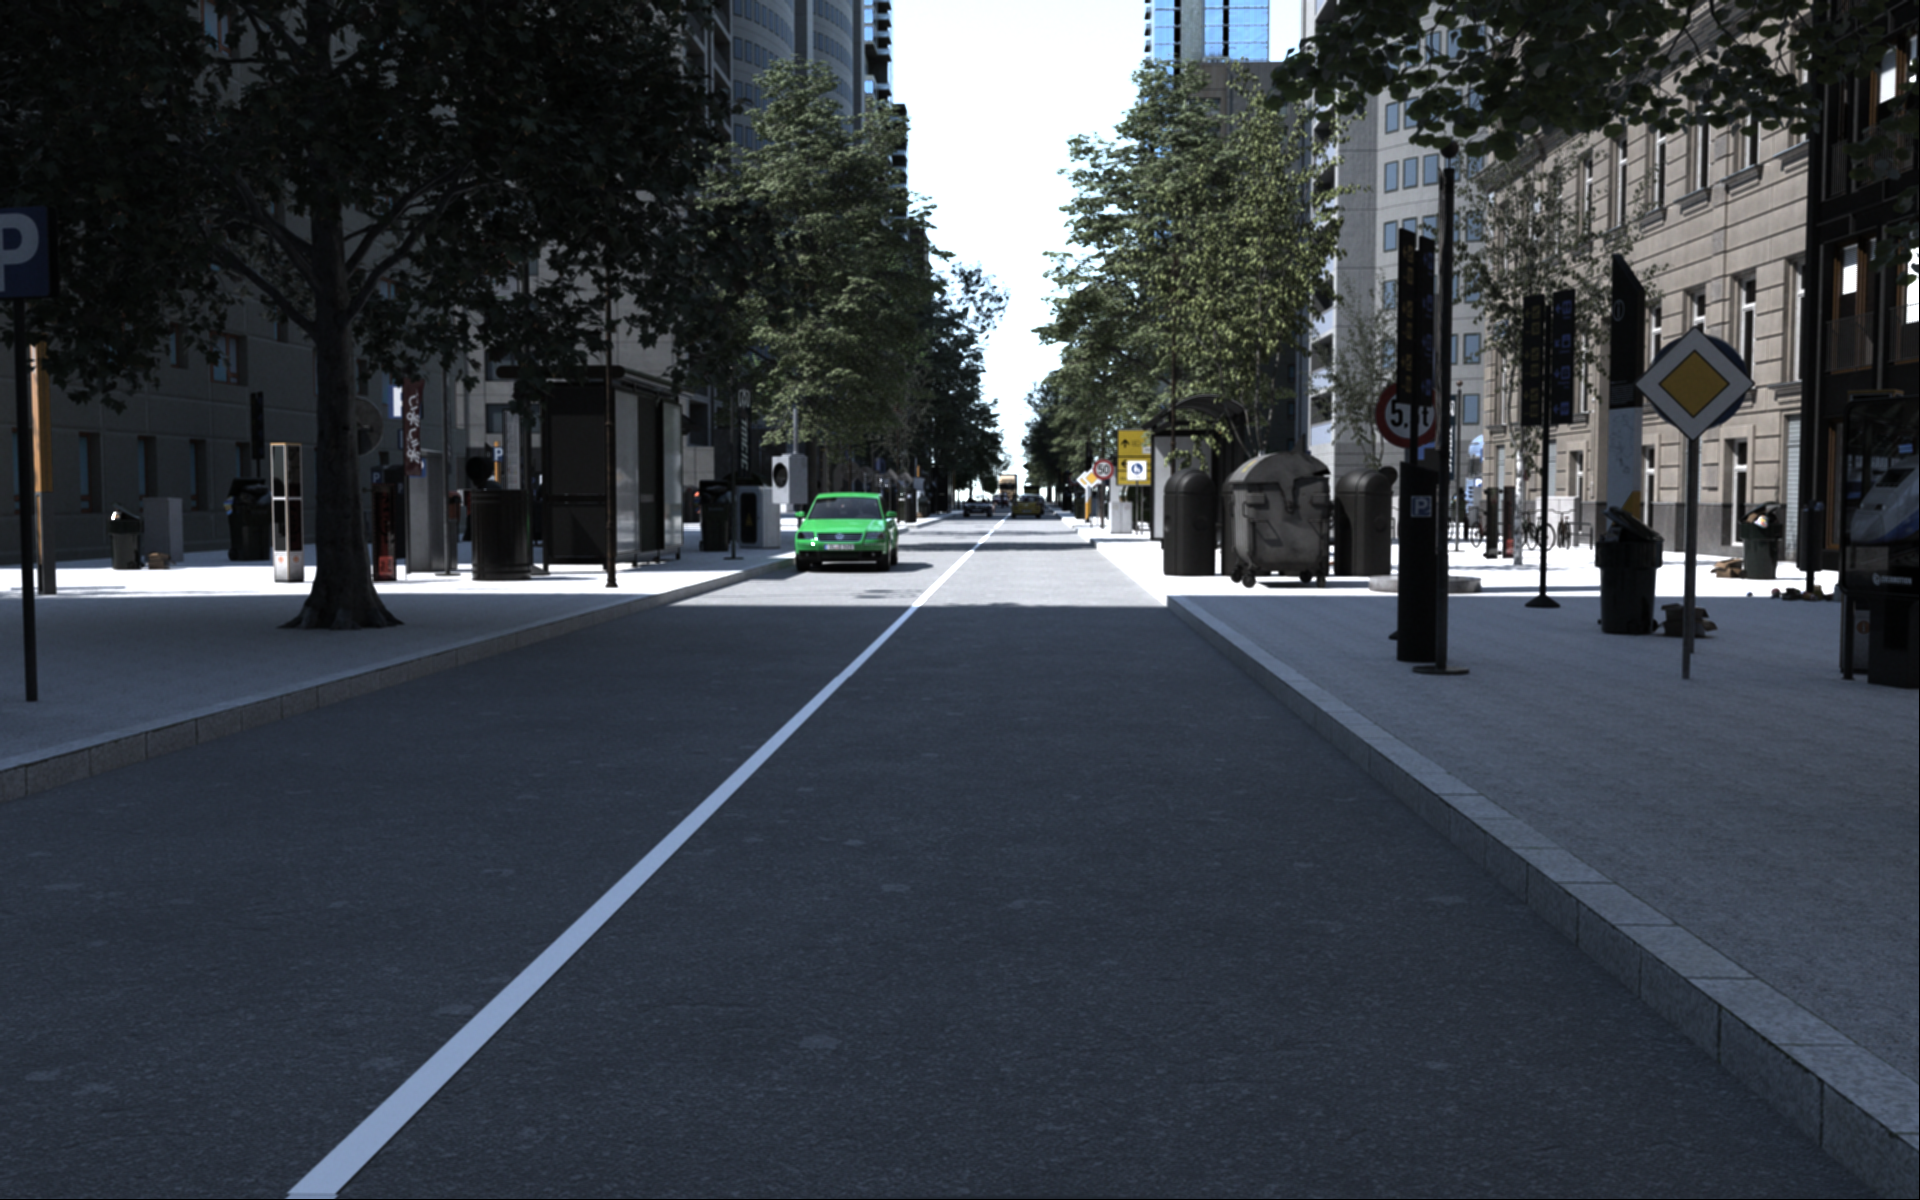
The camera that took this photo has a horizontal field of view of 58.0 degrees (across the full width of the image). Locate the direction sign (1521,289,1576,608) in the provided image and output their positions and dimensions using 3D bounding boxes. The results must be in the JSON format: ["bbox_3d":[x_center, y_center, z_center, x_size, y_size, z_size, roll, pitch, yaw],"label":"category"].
[{"bbox_3d":[6.627,-1.688,19.597,0.379,3.537,0.876,-1,4,-19],"label":"direction sign"}]

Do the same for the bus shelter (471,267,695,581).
[{"bbox_3d":[-6.455,-3.183,29.673,2.179,5.291,8.768,0,4,2],"label":"bus shelter"}]

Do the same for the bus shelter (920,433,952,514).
[{"bbox_3d":[-1.583,-8.501,116.617,2.179,5.291,8.768,0,4,2],"label":"bus shelter"}]

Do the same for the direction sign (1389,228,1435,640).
[{"bbox_3d":[3.987,-1.419,15.205,0.379,3.537,0.876,2,4,33],"label":"direction sign"}]

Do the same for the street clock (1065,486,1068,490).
[{"bbox_3d":[9.170,-8.727,147.254,0.471,2.002,0.358,-1,4,-12],"label":"street clock"}]

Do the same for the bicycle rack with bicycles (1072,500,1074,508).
[{"bbox_3d":[10.460,-7.982,143.894,2.925,0.926,2.852,1,4,18],"label":"bicycle rack with bicycles"}]

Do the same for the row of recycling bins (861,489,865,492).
[{"bbox_3d":[-6.545,-8.316,143.084,3.534,1.692,1.069,-1,4,-20],"label":"row of recycling bins"}]

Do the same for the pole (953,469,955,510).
[{"bbox_3d":[-0.477,-8.940,140.008,0.158,3.312,0.155,0,3,0],"label":"pole"}]

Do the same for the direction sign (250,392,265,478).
[{"bbox_3d":[-15.669,-2.856,38.690,0.379,3.537,0.876,-3,4,-37],"label":"direction sign"}]

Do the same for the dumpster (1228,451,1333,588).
[{"bbox_3d":[4.482,-1.132,24.261,1.264,1.857,1.865,0,4,2],"label":"dumpster"}]

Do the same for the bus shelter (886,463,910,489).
[{"bbox_3d":[-3.991,-7.113,110.224,2.014,3.302,5.546,0,4,2],"label":"bus shelter"}]

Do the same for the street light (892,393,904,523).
[{"bbox_3d":[-2.701,-6.286,75.561,0.468,5.910,1.993,0,4,2],"label":"street light"}]

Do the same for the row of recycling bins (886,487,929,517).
[{"bbox_3d":[-3.301,-5.473,96.596,3.534,1.692,1.069,-3,4,-37],"label":"row of recycling bins"}]

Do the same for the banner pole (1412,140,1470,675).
[{"bbox_3d":[3.376,-1.353,12.139,0.401,3.779,0.863,1,4,21],"label":"banner pole"}]

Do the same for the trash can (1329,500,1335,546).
[{"bbox_3d":[9.135,-1.935,43.293,0.748,1.137,0.748,0,3,0],"label":"trash can"}]

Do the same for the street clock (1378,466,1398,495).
[{"bbox_3d":[11.145,-2.485,45.204,0.471,2.002,0.358,0,4,-3],"label":"street clock"}]

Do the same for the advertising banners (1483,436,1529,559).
[{"bbox_3d":[11.050,-2.364,34.841,0.090,3.025,2.074,3,5,42],"label":"advertising banners"}]

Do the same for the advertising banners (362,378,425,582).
[{"bbox_3d":[-8.465,-1.783,25.333,0.090,3.025,2.074,1,4,21],"label":"advertising banners"}]

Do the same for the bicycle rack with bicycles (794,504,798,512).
[{"bbox_3d":[-11.042,-6.799,124.552,2.925,0.926,2.852,1,4,23],"label":"bicycle rack with bicycles"}]

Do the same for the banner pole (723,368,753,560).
[{"bbox_3d":[-4.346,-2.703,34.205,0.401,3.779,0.863,2,4,29],"label":"banner pole"}]

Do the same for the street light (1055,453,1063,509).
[{"bbox_3d":[9.292,-11.477,160.429,0.468,5.910,1.993,0,4,2],"label":"street light"}]

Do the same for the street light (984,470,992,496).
[{"bbox_3d":[3.703,-16.003,234.431,0.468,5.910,1.993,0,4,2],"label":"street light"}]

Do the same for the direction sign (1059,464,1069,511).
[{"bbox_3d":[7.751,-8.362,128.722,0.876,3.537,0.379,-2,4,-31],"label":"direction sign"}]

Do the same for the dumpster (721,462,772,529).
[{"bbox_3d":[-6.412,-3.012,51.736,1.502,2.255,1.985,0,4,2],"label":"dumpster"}]

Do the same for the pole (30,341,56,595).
[{"bbox_3d":[-11.649,-1.722,22.000,0.158,3.312,0.155,0,3,0],"label":"pole"}]

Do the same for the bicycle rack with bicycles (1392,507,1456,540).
[{"bbox_3d":[13.067,-2.128,48.168,2.852,0.926,2.925,1,4,19],"label":"bicycle rack with bicycles"}]

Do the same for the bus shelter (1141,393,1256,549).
[{"bbox_3d":[5.108,-2.675,37.662,2.014,3.302,5.546,0,4,2],"label":"bus shelter"}]

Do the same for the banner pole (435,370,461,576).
[{"bbox_3d":[-8.102,-2.286,27.391,0.401,3.779,0.863,-1,4,-8],"label":"banner pole"}]

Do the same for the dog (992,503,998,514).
[{"bbox_3d":[2.247,-6.459,122.443,0.513,0.831,0.800,-2,4,-30],"label":"dog"}]

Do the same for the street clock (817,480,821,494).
[{"bbox_3d":[-7.561,-5.286,90.997,0.471,2.002,0.358,-1,4,-16],"label":"street clock"}]

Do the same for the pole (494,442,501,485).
[{"bbox_3d":[-17.991,-4.500,67.412,0.158,3.312,0.155,0,3,0],"label":"pole"}]

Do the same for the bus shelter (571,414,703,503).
[{"bbox_3d":[-7.224,-2.723,38.445,2.014,3.302,5.546,0,4,2],"label":"bus shelter"}]

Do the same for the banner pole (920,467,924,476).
[{"bbox_3d":[-3.232,-9.615,147.214,0.401,3.779,0.863,2,4,27],"label":"banner pole"}]

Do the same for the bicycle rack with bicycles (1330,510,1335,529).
[{"bbox_3d":[12.889,-3.019,62.739,2.925,0.926,2.852,2,4,25],"label":"bicycle rack with bicycles"}]

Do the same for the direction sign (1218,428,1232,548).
[{"bbox_3d":[6.280,-3.014,41.276,0.379,3.537,0.876,-1,4,-14],"label":"direction sign"}]

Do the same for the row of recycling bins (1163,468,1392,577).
[{"bbox_3d":[4.978,-1.228,27.193,3.534,1.692,1.069,0,4,3],"label":"row of recycling bins"}]

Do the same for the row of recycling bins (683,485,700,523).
[{"bbox_3d":[-12.457,-4.262,76.800,1.069,1.692,3.534,1,4,11],"label":"row of recycling bins"}]

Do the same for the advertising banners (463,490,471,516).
[{"bbox_3d":[-18.837,-4.310,66.664,2.074,3.025,0.090,-1,4,-17],"label":"advertising banners"}]

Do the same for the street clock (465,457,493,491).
[{"bbox_3d":[-9.291,-1.770,33.516,0.471,2.002,0.358,1,4,17],"label":"street clock"}]

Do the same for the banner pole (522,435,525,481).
[{"bbox_3d":[-13.833,-3.989,55.236,0.401,3.779,0.863,0,4,6],"label":"banner pole"}]

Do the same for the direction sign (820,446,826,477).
[{"bbox_3d":[-6.193,-5.458,81.242,0.876,3.537,0.379,-2,4,-35],"label":"direction sign"}]

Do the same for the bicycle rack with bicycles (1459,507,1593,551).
[{"bbox_3d":[13.369,-1.638,40.167,2.852,0.926,2.925,0,4,1],"label":"bicycle rack with bicycles"}]

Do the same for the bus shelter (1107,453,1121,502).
[{"bbox_3d":[7.762,-5.272,80.113,2.014,3.302,5.546,0,4,2],"label":"bus shelter"}]

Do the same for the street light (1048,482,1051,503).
[{"bbox_3d":[11.927,-15.412,224.767,0.468,5.910,1.993,0,4,2],"label":"street light"}]

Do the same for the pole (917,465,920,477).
[{"bbox_3d":[-2.903,-7.847,122.135,0.158,3.312,0.155,0,3,0],"label":"pole"}]

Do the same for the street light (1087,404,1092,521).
[{"bbox_3d":[6.224,-6.794,83.878,0.468,5.910,1.993,0,4,2],"label":"street light"}]

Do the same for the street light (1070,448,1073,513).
[{"bbox_3d":[7.515,-8.790,116.508,0.468,5.910,1.993,0,4,2],"label":"street light"}]

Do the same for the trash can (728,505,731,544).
[{"bbox_3d":[-5.933,-1.883,42.436,0.748,1.137,0.748,0,3,0],"label":"trash can"}]

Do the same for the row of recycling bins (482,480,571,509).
[{"bbox_3d":[-12.389,-2.670,50.769,3.534,1.692,1.069,0,4,-3],"label":"row of recycling bins"}]
